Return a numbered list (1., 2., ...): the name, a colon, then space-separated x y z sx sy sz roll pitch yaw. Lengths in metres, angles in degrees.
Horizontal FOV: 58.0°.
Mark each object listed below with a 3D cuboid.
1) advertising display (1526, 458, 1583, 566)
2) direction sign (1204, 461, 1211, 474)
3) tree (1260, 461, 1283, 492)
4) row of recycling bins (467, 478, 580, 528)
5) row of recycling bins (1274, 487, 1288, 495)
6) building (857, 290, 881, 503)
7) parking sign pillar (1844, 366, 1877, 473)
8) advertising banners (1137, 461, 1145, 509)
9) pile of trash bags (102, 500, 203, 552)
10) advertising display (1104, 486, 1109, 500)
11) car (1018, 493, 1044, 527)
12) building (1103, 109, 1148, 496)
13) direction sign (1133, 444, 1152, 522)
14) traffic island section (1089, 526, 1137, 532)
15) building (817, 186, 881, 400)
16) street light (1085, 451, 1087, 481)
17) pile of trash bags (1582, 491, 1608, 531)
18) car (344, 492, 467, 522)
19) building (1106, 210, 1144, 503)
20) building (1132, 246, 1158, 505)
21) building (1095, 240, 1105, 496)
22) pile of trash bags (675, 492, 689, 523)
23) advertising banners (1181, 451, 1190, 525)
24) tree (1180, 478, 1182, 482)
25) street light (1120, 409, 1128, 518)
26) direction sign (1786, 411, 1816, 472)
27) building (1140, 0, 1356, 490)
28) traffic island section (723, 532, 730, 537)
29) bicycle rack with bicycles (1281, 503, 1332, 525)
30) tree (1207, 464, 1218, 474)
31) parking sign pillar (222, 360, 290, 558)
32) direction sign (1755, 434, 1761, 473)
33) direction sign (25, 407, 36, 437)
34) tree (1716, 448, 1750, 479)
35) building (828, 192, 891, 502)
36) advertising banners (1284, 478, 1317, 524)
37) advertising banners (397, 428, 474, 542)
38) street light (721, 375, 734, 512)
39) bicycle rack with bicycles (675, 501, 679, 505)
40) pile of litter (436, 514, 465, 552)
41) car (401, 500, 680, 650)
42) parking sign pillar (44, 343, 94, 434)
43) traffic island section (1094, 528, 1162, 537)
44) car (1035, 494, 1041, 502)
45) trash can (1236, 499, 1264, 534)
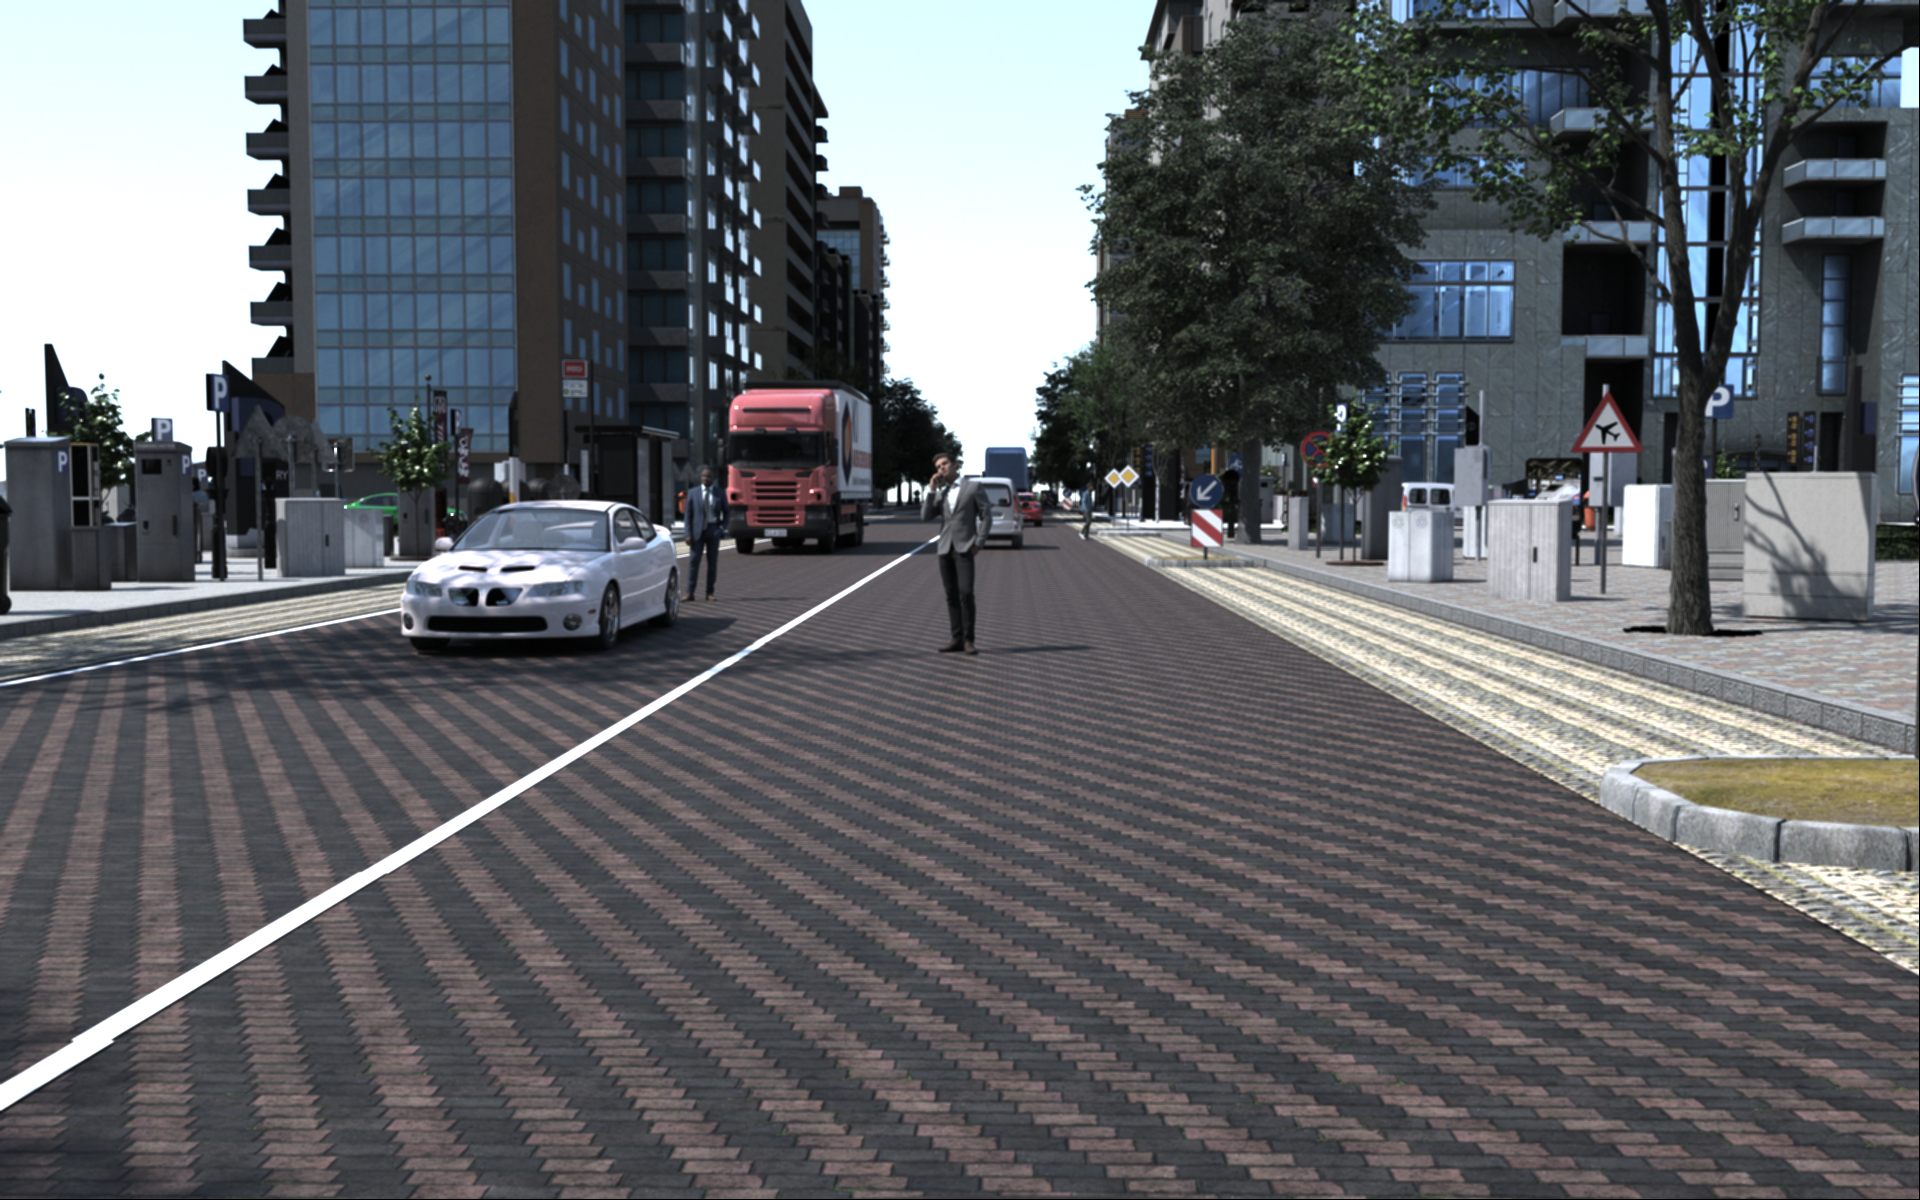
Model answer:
1. advertising display: 10.627 -1.578 31.017 0.974 1.923 0.123 1 4 21
2. direction sign: 16.948 -7.744 118.606 0.379 3.537 0.876 3 5 40
3. tree: 17.836 -6.423 99.615 1.663 3.219 1.824 0 3 0
4. row of recycling bins: -11.121 -2.279 44.380 1.069 1.692 3.534 2 4 30
5. row of recycling bins: 19.022 -6.018 105.501 3.534 1.692 1.069 -1 4 -21
6. building: -18.536 -28.725 241.347 14.160 30.474 14.107 0 4 2
7. parking sign pillar: 19.200 -2.969 37.008 1.447 3.967 1.447 1 4 21
8. advertising banners: 9.911 -5.838 91.641 0.090 3.025 2.074 -2 4 -26
9. pile of trash bags: -17.878 -1.649 36.712 1.912 1.369 3.447 1 4 16
10. advertising display: 12.168 -8.366 141.994 0.123 1.923 0.974 -2 4 -34
11. car: 2.717 -4.176 77.325 2.155 1.783 4.494 0 3 0
12. building: 33.083 -44.594 271.115 21.231 58.520 28.212 0 4 2
13. direction sign: 8.338 -5.327 79.094 0.876 3.537 0.379 1 4 10
14. traffic island section: 5.981 -2.739 67.063 2.009 0.180 2.903 0 4 2
15. building: -19.094 -37.016 255.318 14.600 45.320 14.200 0 4 2
16. street light: 10.225 -10.301 141.212 0.468 5.910 1.993 0 4 2
17. pile of trash bags: 15.852 -1.807 39.289 3.447 1.369 1.912 0 4 1
18. car: -20.578 -3.387 64.180 4.718 1.807 1.959 0 4 2
19. building: 28.194 -34.683 250.667 14.154 41.232 14.086 0 4 2
20. building: 27.059 -26.353 202.568 14.160 30.474 14.107 0 4 2
21. building: 30.144 -39.318 292.966 14.600 45.320 14.200 0 4 2
22. pile of trash bags: -13.454 -4.069 76.277 3.447 1.369 1.912 -2 4 -31
23. advertising banners: 9.418 -4.633 71.940 0.090 3.025 2.074 1 4 21
24. tree: 11.432 -6.294 97.506 1.663 3.219 1.824 0 3 0
25. street light: 8.731 -7.315 92.389 0.468 5.910 1.993 0 4 2
26. direction sign: 23.140 -3.409 47.729 0.379 3.537 0.876 -2 4 -24
27. building: 34.023 -36.188 180.914 28.713 52.752 27.495 0 4 2
28. traffic island section: -7.187 -2.274 59.463 2.009 0.180 2.903 0 4 2
29. bicycle rack with bicycles: 14.141 -3.359 68.298 2.925 0.926 2.852 0 4 6
30. tree: 16.424 -7.095 110.600 1.663 3.219 1.824 0 3 0
31. parking sign pillar: -14.283 -2.864 35.295 1.447 3.967 1.447 3 4 36
32. direction sign: 30.423 -4.533 66.118 0.379 3.537 0.876 1 4 15
33. direction sign: -24.452 -3.282 45.656 0.379 3.537 0.876 -1 4 -14
34. tree: 31.756 -4.748 72.230 1.663 3.219 1.824 0 3 0
35. building: -22.631 -40.244 277.603 23.786 49.044 30.456 0 4 2
36. advertising banners: 14.378 -4.676 72.636 0.090 3.025 2.074 -2 4 -33
37. advertising banners: -13.784 -3.021 45.586 2.074 3.025 0.090 -3 4 -36
38. street light: -8.970 -5.800 67.612 0.468 5.910 1.993 0 4 2
39. bicycle rack with bicycles: -14.099 -4.658 89.537 2.852 0.926 2.925 -1 4 -16
40. pile of litter: -11.294 -1.508 38.615 1.719 0.858 1.176 0 4 -1
41. car: -4.069 -0.312 17.456 2.083 1.381 4.827 0 4 2
42. parking sign pillar: -16.296 -2.644 31.700 1.447 3.967 1.447 -1 4 -13
43. traffic island section: 5.748 -2.251 59.082 2.009 0.180 2.903 0 4 2
44. car: 10.853 -14.171 240.484 1.959 1.807 4.718 0 4 3
45. trash can: 7.913 -2.182 47.328 0.748 1.137 0.748 0 3 0
